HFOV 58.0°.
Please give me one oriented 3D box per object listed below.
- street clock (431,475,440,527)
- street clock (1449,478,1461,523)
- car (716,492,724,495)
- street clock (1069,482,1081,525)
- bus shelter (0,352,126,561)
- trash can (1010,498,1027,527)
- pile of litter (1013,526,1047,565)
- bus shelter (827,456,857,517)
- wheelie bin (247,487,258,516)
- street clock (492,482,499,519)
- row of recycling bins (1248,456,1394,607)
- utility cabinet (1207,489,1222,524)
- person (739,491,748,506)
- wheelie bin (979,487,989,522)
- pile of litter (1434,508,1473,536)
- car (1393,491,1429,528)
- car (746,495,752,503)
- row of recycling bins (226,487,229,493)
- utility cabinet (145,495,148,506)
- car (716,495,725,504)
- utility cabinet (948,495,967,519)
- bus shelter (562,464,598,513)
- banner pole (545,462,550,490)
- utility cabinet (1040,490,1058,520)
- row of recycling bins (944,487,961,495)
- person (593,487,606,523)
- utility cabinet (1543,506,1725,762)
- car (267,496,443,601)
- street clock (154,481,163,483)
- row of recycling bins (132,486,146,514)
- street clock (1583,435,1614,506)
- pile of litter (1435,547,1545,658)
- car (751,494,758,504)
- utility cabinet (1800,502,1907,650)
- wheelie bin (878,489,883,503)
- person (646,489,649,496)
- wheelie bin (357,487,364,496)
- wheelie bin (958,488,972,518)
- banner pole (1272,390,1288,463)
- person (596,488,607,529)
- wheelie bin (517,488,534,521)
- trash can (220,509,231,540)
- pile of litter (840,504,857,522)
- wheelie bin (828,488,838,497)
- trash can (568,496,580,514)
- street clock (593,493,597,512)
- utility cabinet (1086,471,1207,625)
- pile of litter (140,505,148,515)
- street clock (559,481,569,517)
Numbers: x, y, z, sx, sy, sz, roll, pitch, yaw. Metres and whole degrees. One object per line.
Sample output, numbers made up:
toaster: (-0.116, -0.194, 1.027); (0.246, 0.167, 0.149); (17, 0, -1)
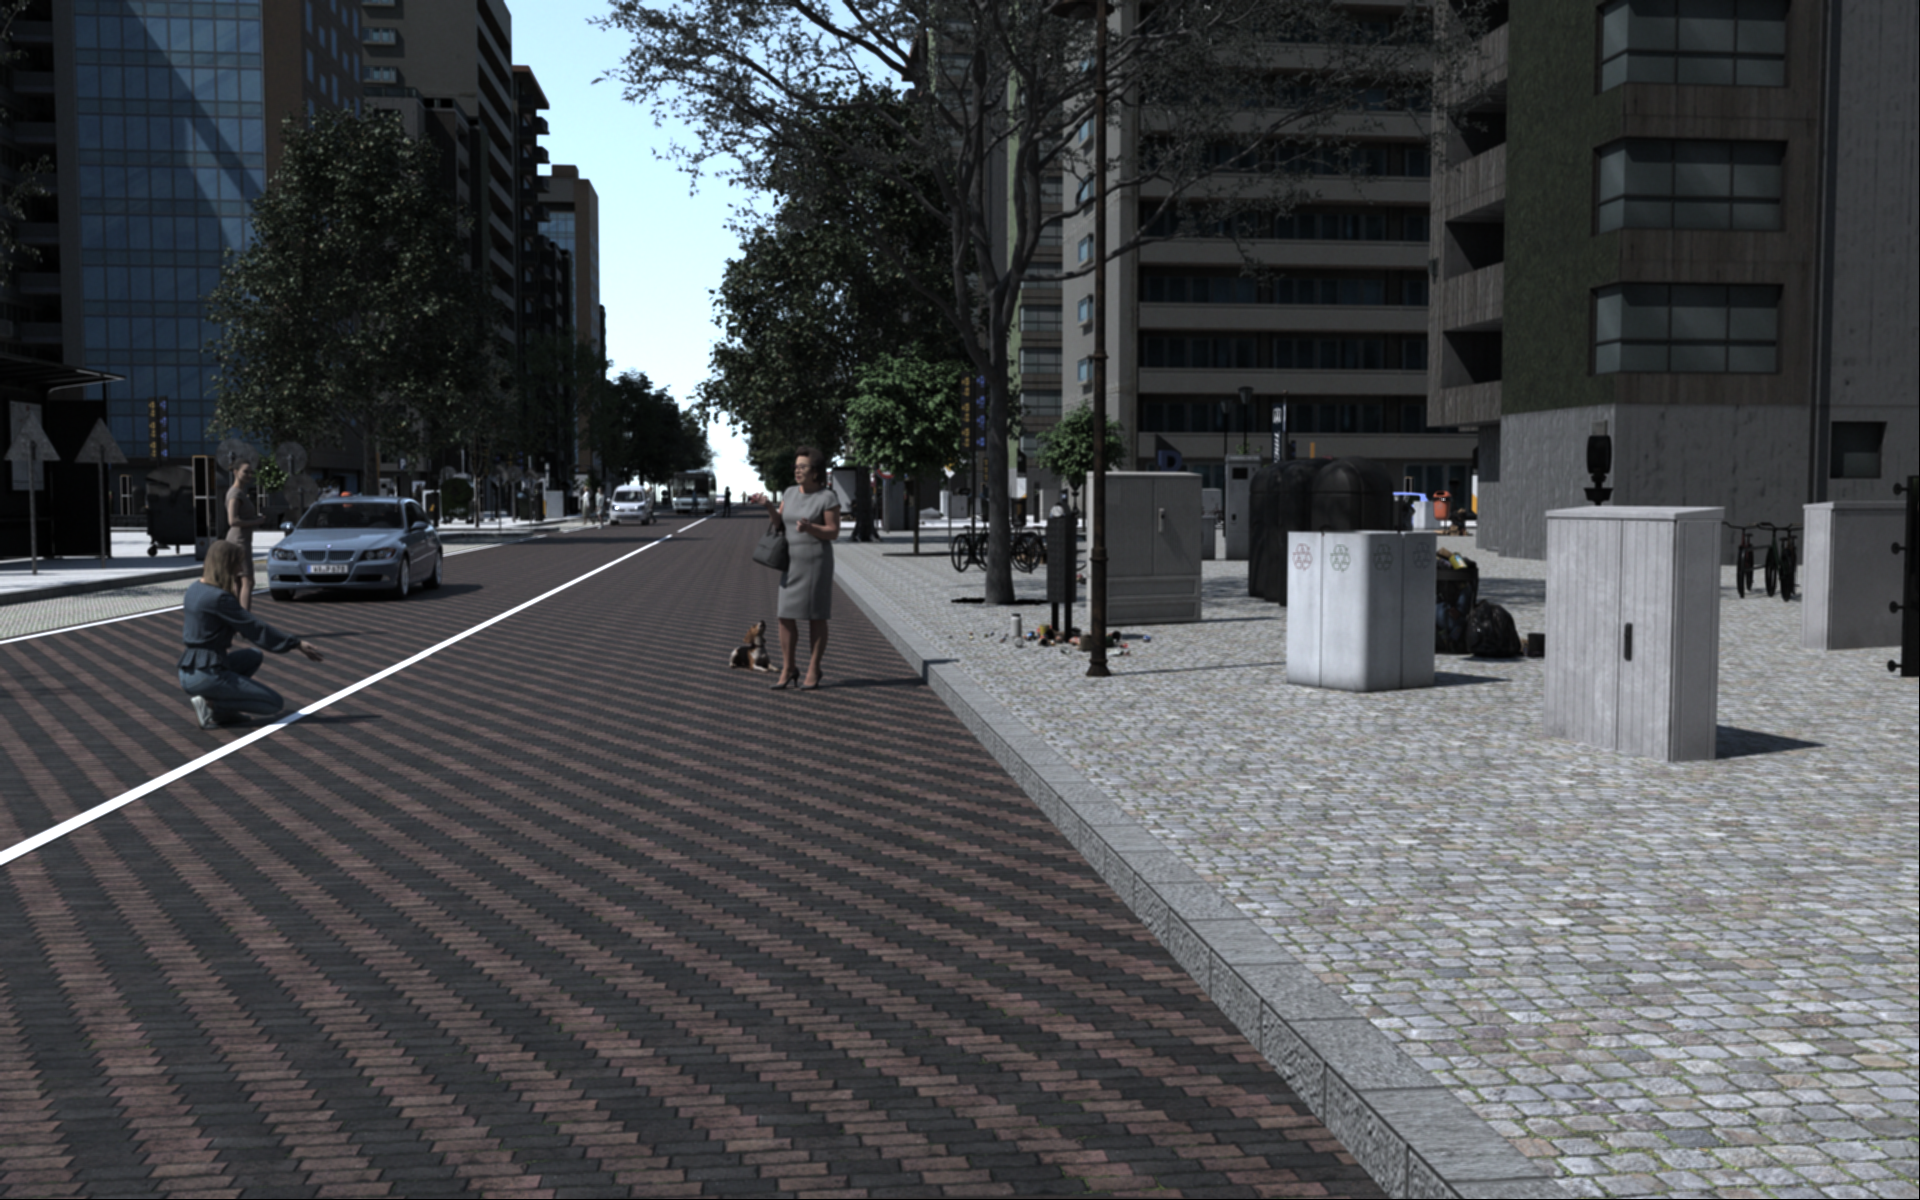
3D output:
street clock: (-20.167, -3.794, 66.601); (0.358, 2.002, 0.471); (-1, 4, -21)
street clock: (21.999, -4.433, 77.050); (0.471, 2.002, 0.358); (3, 5, 41)
car: (-33.571, -14.245, 242.692); (2.009, 1.686, 4.222); (0, 4, -7)
street clock: (4.720, -4.059, 70.939); (0.471, 2.002, 0.358); (-2, 4, -25)
bus shelter: (-17.098, -2.458, 31.466); (1.731, 3.624, 6.357); (0, 4, -7)
trash can: (2.292, -3.428, 67.700); (0.748, 1.137, 0.748); (0, 3, 0)
pile of litter: (1.548, -1.115, 32.194); (1.176, 0.858, 1.719); (1, 4, 19)
bus shelter: (-6.189, -6.192, 95.166); (2.014, 3.302, 5.546); (0, 4, -7)
wheelie bin: (-33.557, -4.568, 82.593); (0.980, 1.594, 0.693); (-2, 4, -26)
street clock: (-24.336, -5.281, 90.909); (0.471, 2.002, 0.358); (-1, 4, -12)
row of recycling bins: (4.119, -0.800, 20.193); (1.069, 1.692, 3.534); (0, 4, -5)
utility cabinet: (10.635, -3.992, 73.943); (1.173, 1.500, 0.318); (-2, 4, -33)
person: (-26.255, -12.360, 210.596); (1.348, 1.823, 0.705); (2, 4, 24)
wheelie bin: (1.295, -4.344, 78.931); (0.980, 1.594, 0.693); (-1, 4, -20)
pile of litter: (15.217, -2.419, 53.514); (1.176, 0.858, 1.719); (0, 4, 5)
car: (16.379, -3.484, 66.547); (3.694, 1.707, 1.945); (0, 4, -7)
car: (-35.243, -17.202, 293.829); (1.945, 1.354, 3.894); (-1, 4, -9)
row of recycling bins: (-32.204, -4.124, 74.532); (1.069, 1.692, 3.534); (0, 4, -2)
utility cabinet: (-40.305, -4.570, 85.881); (1.020, 1.237, 0.306); (0, 4, 5)
car: (-31.858, -13.319, 230.124); (2.083, 1.381, 4.827); (0, 4, -6)
utility cabinet: (-0.112, -4.716, 88.265); (1.020, 1.237, 0.306); (-2, 4, -33)
bus shelter: (-26.186, -7.699, 119.794); (2.014, 3.302, 5.546); (0, 4, -7)
banner pole: (-28.659, -7.940, 119.836); (0.863, 3.779, 0.401); (2, 4, 33)
utility cabinet: (4.294, -4.628, 84.347); (0.318, 1.500, 1.173); (3, 5, 43)
row of recycling bins: (-1.144, -6.154, 107.726); (3.534, 1.692, 1.069); (2, 4, 32)
person: (-18.033, -4.747, 86.599); (0.515, 1.767, 0.782); (-2, 4, -33)
utility cabinet: (3.375, 0.146, 8.768); (0.306, 1.237, 1.020); (-1, 4, -16)
car: (-8.594, -0.790, 24.911); (2.014, 1.417, 4.499); (0, 4, -7)
street clock: (-31.957, -3.958, 69.279); (0.358, 2.002, 0.471); (1, 4, 16)
row of recycling bins: (-38.391, -4.697, 83.909); (3.534, 1.692, 1.069); (-1, 4, -22)
street clock: (7.902, -1.033, 21.455); (0.358, 2.002, 0.471); (2, 4, 29)
pile of litter: (4.081, -0.012, 14.158); (1.176, 0.858, 1.719); (-2, 4, -35)
car: (-28.497, -14.343, 243.552); (2.155, 1.783, 4.494); (0, 4, -7)
utility cabinet: (7.522, -0.206, 14.524); (1.020, 1.237, 0.306); (-2, 4, -25)
wheelie bin: (-4.881, -6.002, 106.037); (0.980, 1.594, 0.693); (0, 4, 3)
person: (-22.170, -7.005, 123.207); (0.728, 1.800, 0.709); (3, 4, 38)
wheelie bin: (-26.837, -4.321, 78.563); (0.980, 1.594, 0.693); (-2, 4, -25)
wheelie bin: (0.304, -5.219, 93.236); (0.980, 1.594, 0.693); (-1, 4, -13)
banner pole: (7.752, -3.178, 41.977); (0.401, 3.779, 0.863); (-1, 4, -18)
person: (-14.959, -3.833, 72.177); (0.522, 1.701, 0.512); (-3, 4, -39)
wheelie bin: (-21.079, -4.658, 84.063); (0.693, 1.594, 0.980); (0, 4, 7)
trash can: (-17.261, -1.796, 41.024); (0.748, 1.137, 0.748); (0, 3, 0)
pile of litter: (-5.135, -4.113, 81.213); (1.176, 0.858, 1.719); (1, 4, 22)
wheelie bin: (-6.318, -4.642, 83.804); (0.693, 1.594, 0.980); (1, 4, 18)
trash can: (-24.345, -5.961, 109.114); (0.748, 1.137, 0.748); (0, 3, 0)
street clock: (-26.443, -7.386, 125.328); (0.471, 2.002, 0.358); (2, 4, 29)
utility cabinet: (1.822, -0.510, 17.024); (1.173, 1.500, 0.318); (-2, 4, -28)
pile of litter: (-31.424, -3.234, 66.845); (1.719, 0.858, 1.176); (0, 4, 3)
street clock: (-21.884, -5.577, 95.761); (0.471, 2.002, 0.358); (-1, 4, -20)
